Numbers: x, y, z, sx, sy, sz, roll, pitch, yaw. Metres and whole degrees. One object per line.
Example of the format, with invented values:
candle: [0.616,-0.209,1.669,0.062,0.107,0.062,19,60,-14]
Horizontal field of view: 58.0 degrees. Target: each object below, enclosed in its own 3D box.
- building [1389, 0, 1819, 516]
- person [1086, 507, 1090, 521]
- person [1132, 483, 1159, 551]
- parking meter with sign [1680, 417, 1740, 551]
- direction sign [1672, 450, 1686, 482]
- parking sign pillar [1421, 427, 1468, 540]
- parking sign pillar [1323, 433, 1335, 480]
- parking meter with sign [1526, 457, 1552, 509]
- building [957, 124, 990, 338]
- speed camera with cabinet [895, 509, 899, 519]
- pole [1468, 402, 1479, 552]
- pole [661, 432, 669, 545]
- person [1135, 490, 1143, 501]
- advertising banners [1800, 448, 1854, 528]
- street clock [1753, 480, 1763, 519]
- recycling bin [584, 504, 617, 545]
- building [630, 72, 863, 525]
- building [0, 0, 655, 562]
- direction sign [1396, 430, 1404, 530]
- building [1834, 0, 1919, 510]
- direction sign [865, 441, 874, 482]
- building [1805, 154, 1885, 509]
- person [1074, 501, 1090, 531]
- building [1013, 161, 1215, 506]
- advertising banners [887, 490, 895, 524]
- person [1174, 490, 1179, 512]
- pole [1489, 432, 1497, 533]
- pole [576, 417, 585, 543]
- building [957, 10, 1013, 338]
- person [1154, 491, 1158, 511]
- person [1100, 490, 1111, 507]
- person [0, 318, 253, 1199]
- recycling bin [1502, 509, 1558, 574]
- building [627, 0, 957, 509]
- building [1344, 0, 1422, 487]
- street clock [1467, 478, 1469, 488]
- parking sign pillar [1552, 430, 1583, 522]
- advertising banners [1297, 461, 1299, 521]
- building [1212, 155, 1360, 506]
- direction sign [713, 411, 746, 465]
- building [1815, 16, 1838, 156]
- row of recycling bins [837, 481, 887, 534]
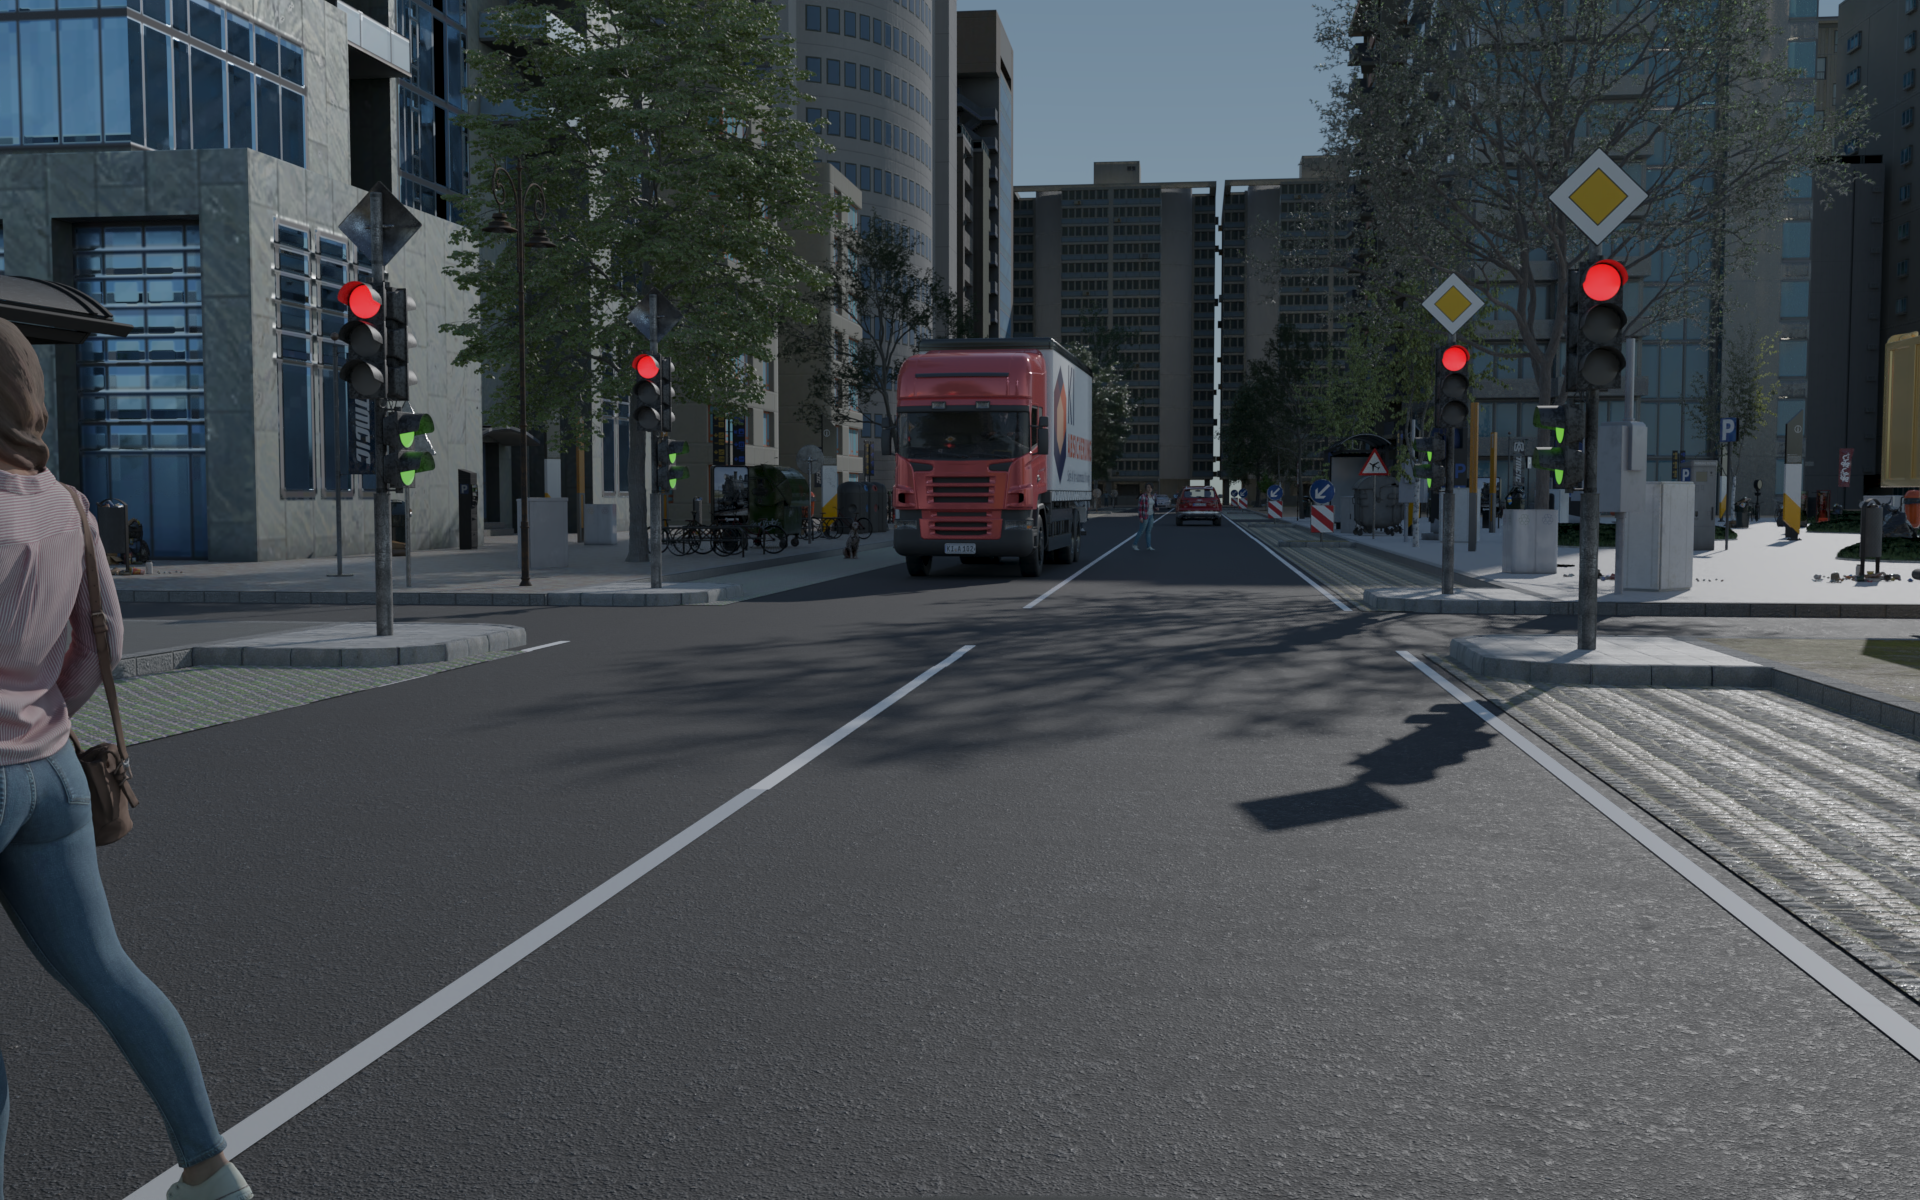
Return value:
building: [42.015,-30.325,115.419,23.786,49.044,30.456,0,4,8]
person: [6.700,-5.190,93.213,0.638,1.841,0.748,-3,4,-37]
person: [4.723,-2.119,43.989,0.563,1.720,0.643,-3,4,-39]
parking meter with sign: [16.775,-2.640,39.420,1.738,3.016,0.543,-1,4,-14]
direction sign: [37.296,-5.991,89.947,0.876,3.537,0.379,-2,4,-23]
parking sign pillar: [13.641,-3.660,48.312,1.447,3.967,1.447,-1,4,-12]
parking sign pillar: [15.897,-5.271,74.658,1.447,3.967,1.447,1,4,10]
parking meter with sign: [27.241,-5.154,80.523,1.738,3.016,0.543,2,4,35]
building: [-5.408,-22.289,136.121,14.160,30.474,14.107,0,4,8]
speed camera with cabinet: [-2.065,-4.222,63.360,0.660,3.252,2.038,0,4,-1]
pole: [11.464,-2.741,38.661,0.158,3.312,0.155,0,3,0]
pole: [-7.511,-3.069,44.016,0.158,3.312,0.155,0,3,0]
person: [13.986,-7.667,134.377,0.721,1.766,1.217,3,5,42]
advertising banners: [32.931,-4.276,66.092,2.074,3.025,0.090,1,4,20]
street clock: [40.229,-5.063,87.353,0.471,2.002,0.358,-3,4,-37]
recycling bin: [-9.111,-1.916,43.878,0.722,1.027,0.722,0,4,-2]
building: [-21.252,-14.793,86.898,27.650,21.520,28.899,0,4,8]
building: [-22.204,-44.902,46.817,22.319,86.520,31.000,0,4,8]
direction sign: [15.605,-4.256,61.579,0.379,3.537,0.876,2,4,27]
building: [87.597,-31.842,144.323,21.600,48.544,21.300,0,4,8]
direction sign: [-3.873,-5.022,74.103,0.379,3.537,0.876,1,4,22]
building: [70.208,-23.194,150.929,14.107,30.474,14.160,0,4,8]
person: [4.664,-3.566,66.646,0.661,1.843,0.795,-2,4,-24]
building: [18.393,-31.379,204.923,23.993,40.220,32.217,0,4,8]
advertising banners: [-2.901,-4.853,75.530,0.090,3.025,2.074,1,4,11]
person: [17.784,-8.130,141.977,0.434,1.755,0.990,1,4,10]
pole: [17.614,-3.877,57.231,0.158,3.312,0.155,0,3,0]
pole: [-10.000,-3.168,45.647,0.158,3.312,0.155,0,3,0]
building: [-2.889,-31.180,159.903,14.200,45.320,14.600,0,4,8]
person: [16.985,-8.595,149.966,0.436,1.711,0.756,1,4,17]
person: [15.196,-10.480,179.930,1.350,1.814,0.705,0,4,3]
person: [-1.695,0.361,3.193,0.643,1.750,0.593,1,4,10]
recycling bin: [9.260,-0.954,28.151,0.722,1.027,0.722,0,4,4]
building: [-12.522,-35.041,114.915,21.231,58.520,28.212,0,4,8]
building: [44.168,-30.042,145.810,22.147,44.769,28.867,0,4,8]
street clock: [23.067,-4.541,78.819,0.358,2.002,0.471,2,4,28]
parking sign pillar: [22.146,-4.538,62.673,1.447,3.967,1.447,2,4,26]
advertising banners: [16.205,-5.317,83.117,0.090,3.025,2.074,1,4,11]
building: [42.090,-31.147,201.130,23.993,40.220,32.217,0,4,8]
direction sign: [-6.265,-3.367,47.045,0.876,3.537,0.379,0,4,-3]
building: [90.118,-36.926,192.977,27.495,52.752,28.713,0,4,8]
row of recycling bins: [-3.260,-3.054,57.050,1.069,1.692,3.534,1,4,14]
